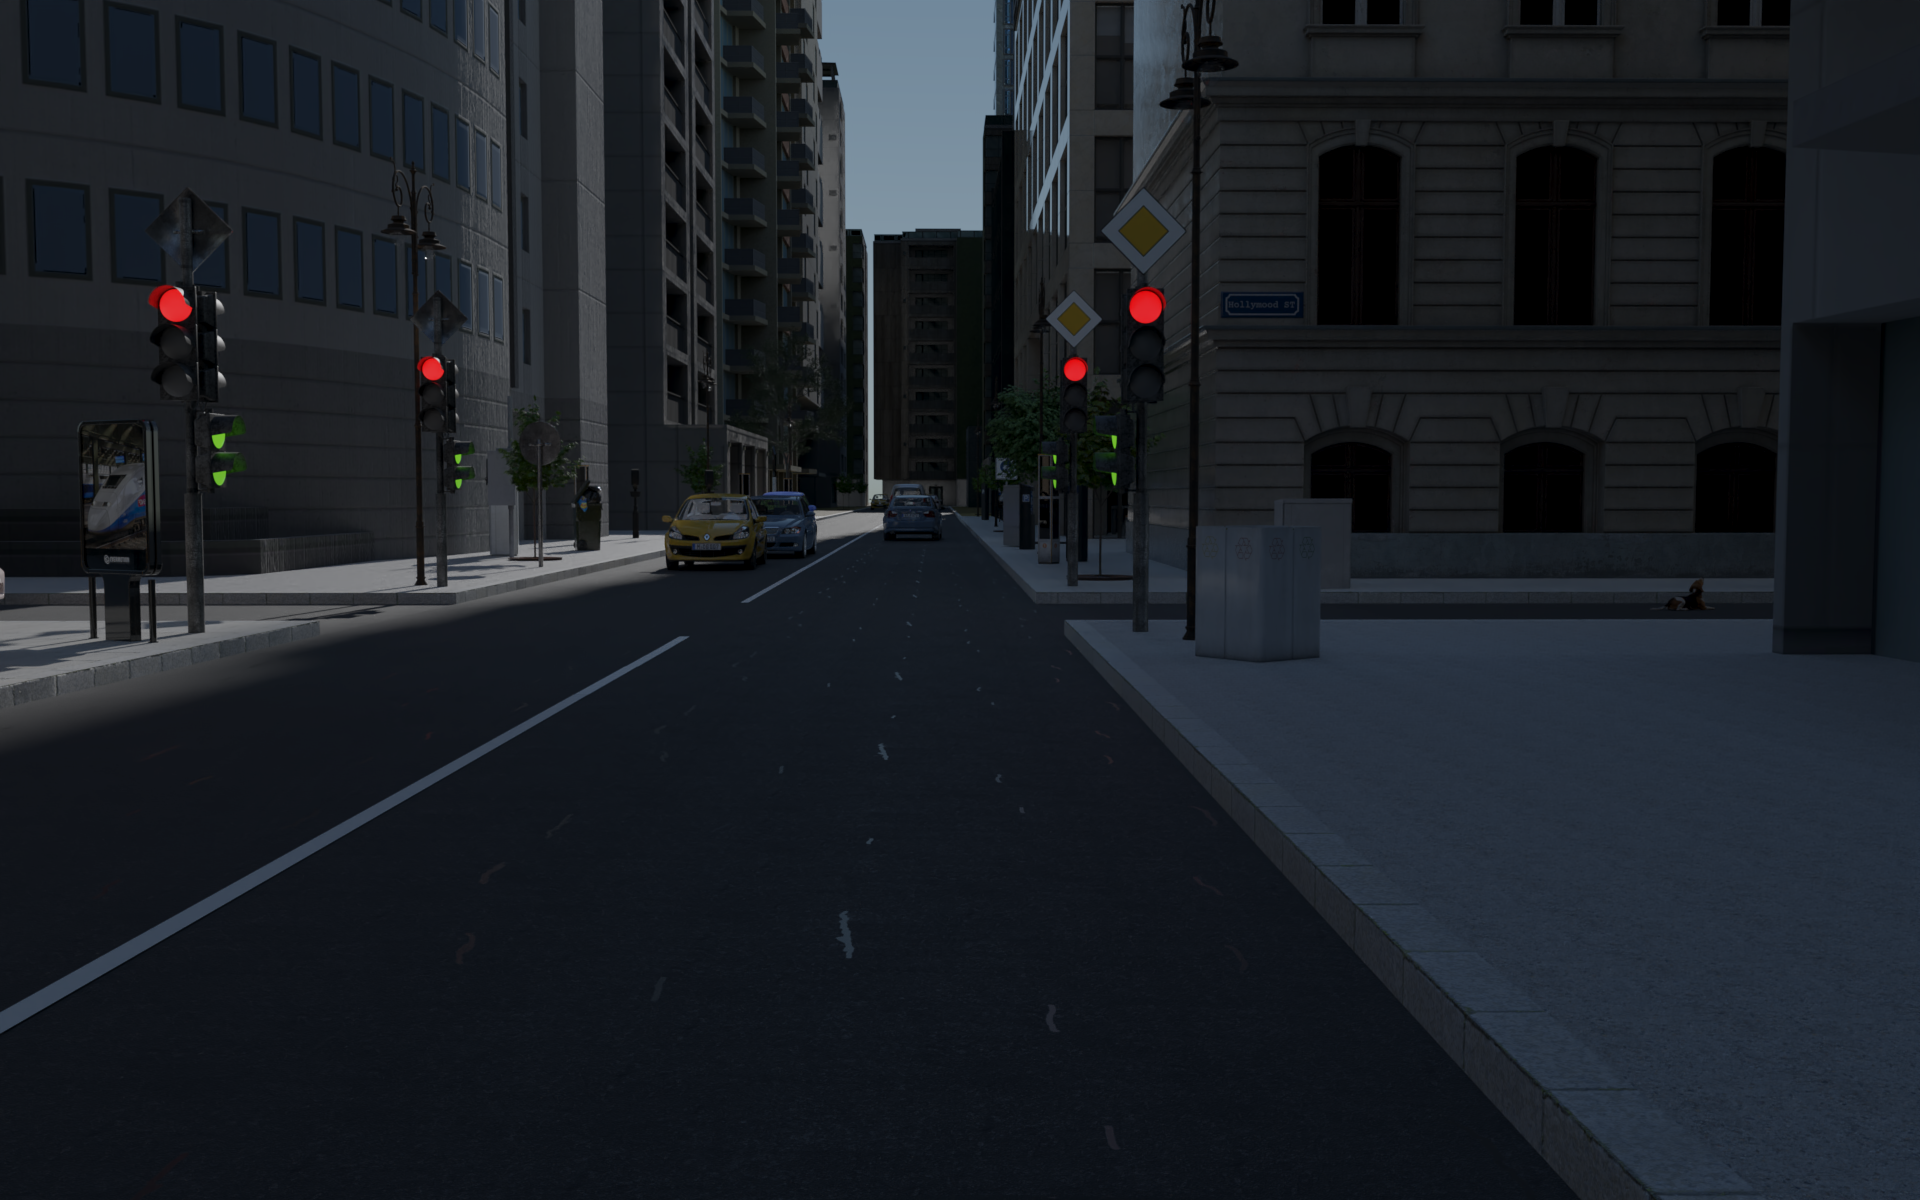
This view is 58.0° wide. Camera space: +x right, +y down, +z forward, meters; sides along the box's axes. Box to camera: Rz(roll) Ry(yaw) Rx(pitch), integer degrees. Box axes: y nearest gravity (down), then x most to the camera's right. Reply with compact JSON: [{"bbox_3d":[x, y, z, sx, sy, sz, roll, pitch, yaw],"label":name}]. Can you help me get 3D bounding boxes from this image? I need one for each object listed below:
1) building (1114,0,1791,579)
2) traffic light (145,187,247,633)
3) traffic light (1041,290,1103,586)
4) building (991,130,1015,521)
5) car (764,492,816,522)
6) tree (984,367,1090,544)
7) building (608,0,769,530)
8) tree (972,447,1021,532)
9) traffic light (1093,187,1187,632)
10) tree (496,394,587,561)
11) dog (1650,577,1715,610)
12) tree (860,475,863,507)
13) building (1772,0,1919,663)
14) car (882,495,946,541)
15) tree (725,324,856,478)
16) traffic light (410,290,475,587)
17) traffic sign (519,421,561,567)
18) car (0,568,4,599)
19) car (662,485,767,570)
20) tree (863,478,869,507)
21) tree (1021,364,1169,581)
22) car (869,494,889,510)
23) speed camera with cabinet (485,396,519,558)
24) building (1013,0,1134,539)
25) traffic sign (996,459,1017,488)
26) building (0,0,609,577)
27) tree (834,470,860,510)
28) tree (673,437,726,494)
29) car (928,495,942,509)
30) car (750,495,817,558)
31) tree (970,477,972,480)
[{"bbox_3d":[20.676,-12.953,30.868,34.723,24.649,14.460,0,4,-1],"label":"building"},{"bbox_3d":[-7.046,-1.650,15.905,0.839,4.253,0.868,0,4,-1],"label":"traffic light"},{"bbox_3d":[1.552,-2.147,24.027,0.839,4.253,0.868,0,4,-1],"label":"traffic light"},{"bbox_3d":[8.034,-15.964,90.694,12.332,23.373,15.834,0,4,-1],"label":"building"},{"bbox_3d":[-5.076,-2.458,49.788,1.945,1.707,3.694,0,4,-1],"label":"car"},{"bbox_3d":[2.237,-3.751,45.038,4.285,4.588,4.351,0,3,0],"label":"tree"},{"bbox_3d":[-18.535,-38.582,69.068,20.563,71.187,20.611,0,4,-1],"label":"building"},{"bbox_3d":[1.656,-3.915,58.619,1.663,3.219,1.824,0,3,0],"label":"tree"},{"bbox_3d":[1.664,-1.659,16.043,0.839,4.253,0.868,0,4,-1],"label":"traffic light"},{"bbox_3d":[-8.222,-2.372,33.386,1.663,3.219,1.824,0,3,0],"label":"tree"},{"bbox_3d":[8.942,-0.076,21.440,0.748,0.427,0.550,2,4,25],"label":"dog"},{"bbox_3d":[-9.933,-9.923,156.836,1.663,3.219,1.824,0,3,0],"label":"tree"},{"bbox_3d":[17.821,-25.144,0.350,28.713,52.752,27.495,0,4,-1],"label":"building"},{"bbox_3d":[-1.471,-2.607,54.633,2.014,1.417,4.499,0,4,1],"label":"car"},{"bbox_3d":[-9.169,-9.773,94.198,8.767,10.594,7.601,2,4,32],"label":"tree"},{"bbox_3d":[-7.158,-2.139,23.889,0.839,4.253,0.868,0,4,-1],"label":"traffic light"},{"bbox_3d":[-7.373,-1.852,30.393,0.768,2.556,0.104,1,4,8],"label":"traffic sign"},{"bbox_3d":[-13.812,-0.484,20.278,4.827,1.381,2.083,0,4,0],"label":"car"},{"bbox_3d":[-4.757,-1.455,34.006,2.015,1.641,3.980,0,4,-2],"label":"car"},{"bbox_3d":[-9.844,-10.972,173.992,1.663,3.219,1.824,0,3,0],"label":"tree"},{"bbox_3d":[2.060,-1.928,26.126,1.663,3.219,1.824,0,3,0],"label":"tree"},{"bbox_3d":[-7.151,-8.913,155.949,2.015,1.641,3.980,0,4,-1],"label":"car"},{"bbox_3d":[-9.414,-2.526,35.634,0.660,3.252,2.038,-1,4,-13],"label":"speed camera with cabinet"},{"bbox_3d":[12.436,-15.975,65.714,19.350,26.468,34.151,0,4,-1],"label":"building"},{"bbox_3d":[1.319,-2.880,49.218,0.606,2.300,0.079,0,4,2],"label":"traffic sign"},{"bbox_3d":[-20.984,-30.264,36.817,21.231,58.520,28.212,0,4,-1],"label":"building"},{"bbox_3d":[-9.514,-8.886,139.890,1.663,3.219,1.824,0,3,0],"label":"tree"},{"bbox_3d":[-8.651,-3.916,58.625,1.663,3.219,1.824,0,3,0],"label":"tree"},{"bbox_3d":[-2.470,-7.607,136.743,2.083,1.381,4.827,0,4,0],"label":"car"},{"bbox_3d":[-4.306,-1.719,40.115,2.014,1.417,4.499,0,3,0],"label":"car"},{"bbox_3d":[1.360,-6.859,106.754,1.663,3.219,1.824,0,3,0],"label":"tree"}]
